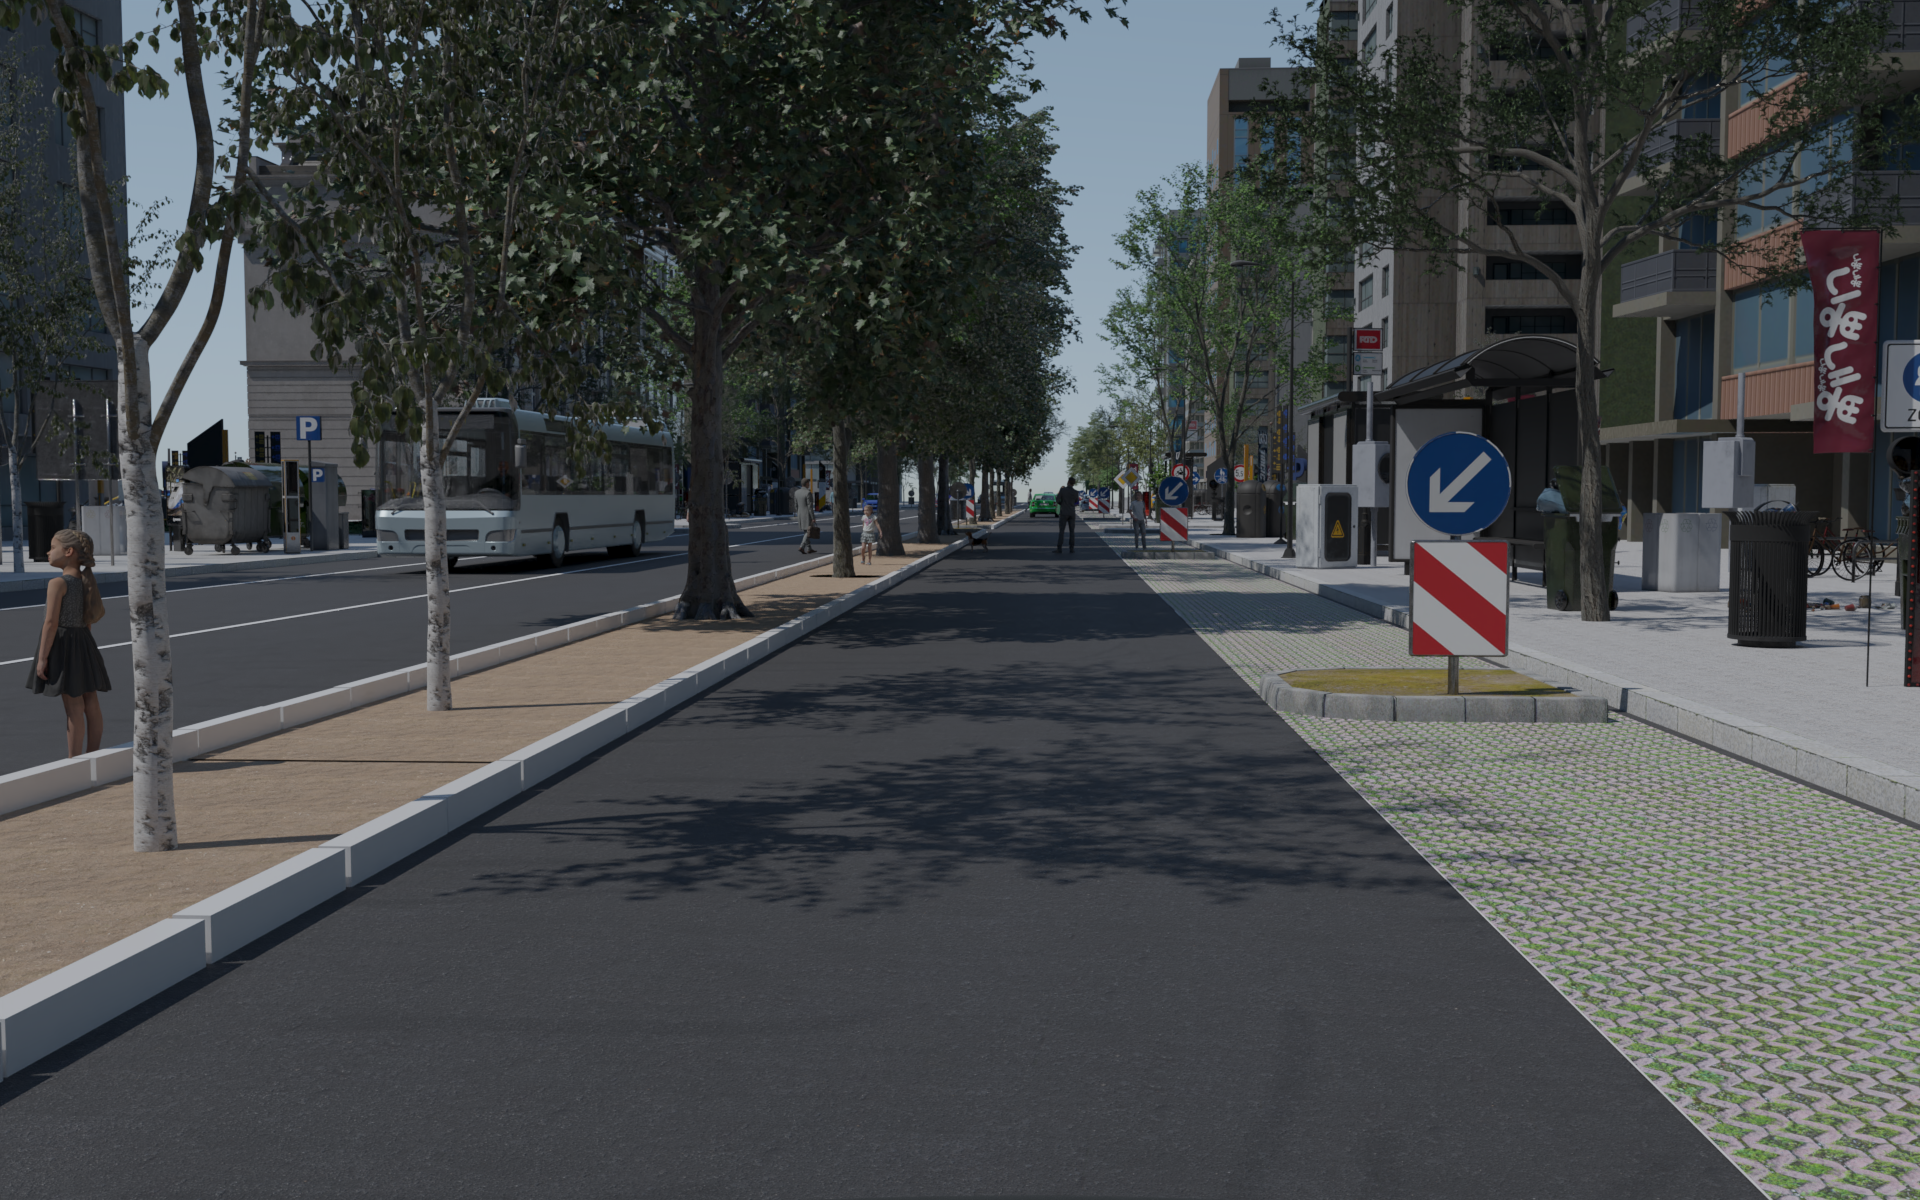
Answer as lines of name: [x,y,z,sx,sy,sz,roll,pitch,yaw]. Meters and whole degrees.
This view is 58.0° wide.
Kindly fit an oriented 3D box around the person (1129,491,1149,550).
person: [4.464,-1.946,42.905,0.523,1.515,0.503,3,5,40]

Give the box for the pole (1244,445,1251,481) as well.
pole: [11.807,-4.749,71.487,0.158,3.312,0.155,0,3,0]

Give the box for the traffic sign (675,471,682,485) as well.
traffic sign: [-10.765,-3.735,64.713,0.795,2.450,0.064,0,4,3]

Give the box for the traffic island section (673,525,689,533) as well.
traffic island section: [-10.789,-2.599,64.776,2.009,0.180,2.903,0,4,3]

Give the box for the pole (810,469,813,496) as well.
pole: [-12.077,-9.002,141.025,0.158,3.312,0.155,0,3,0]

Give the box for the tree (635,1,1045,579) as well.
tree: [-2.094,-6.188,29.391,9.928,11.665,9.643,0,3,0]

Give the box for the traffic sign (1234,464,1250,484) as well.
traffic sign: [12.037,-4.543,74.381,0.768,2.556,0.104,1,4,11]

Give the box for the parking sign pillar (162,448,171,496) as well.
parking sign pillar: [-46.449,-6.911,101.462,1.447,3.967,1.447,-2,4,-24]

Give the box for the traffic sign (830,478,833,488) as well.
traffic sign: [-10.043,-8.375,137.044,0.768,2.556,0.104,1,4,13]

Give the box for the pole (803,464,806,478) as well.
pole: [-10.577,-7.584,117.833,0.158,3.312,0.155,0,3,0]

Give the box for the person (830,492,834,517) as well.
person: [-7.837,-6.141,108.769,0.638,1.841,0.748,0,4,2]

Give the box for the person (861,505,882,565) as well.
person: [-1.780,-1.300,34.771,0.505,1.210,0.382,1,4,17]

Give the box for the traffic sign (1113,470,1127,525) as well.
traffic sign: [6.746,-4.164,71.717,0.795,2.450,0.064,0,4,3]

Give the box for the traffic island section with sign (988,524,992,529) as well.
traffic island section with sign: [0.315,-3.895,71.812,2.006,1.907,1.989,0,4,3]

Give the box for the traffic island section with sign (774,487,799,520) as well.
traffic island section with sign: [-9.096,-5.301,95.304,1.989,1.847,2.006,0,4,3]

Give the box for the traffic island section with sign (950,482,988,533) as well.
traffic island section with sign: [-0.107,-3.442,64.417,2.006,1.907,1.989,0,4,3]

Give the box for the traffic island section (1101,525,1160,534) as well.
traffic island section: [6.325,-2.541,63.820,2.009,0.180,2.903,0,4,3]

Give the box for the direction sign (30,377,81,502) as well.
direction sign: [-17.509,-2.546,33.626,0.876,3.537,0.379,-2,4,-35]

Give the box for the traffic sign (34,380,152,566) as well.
traffic sign: [-15.487,-2.268,30.955,2.265,3.308,0.079,1,4,8]

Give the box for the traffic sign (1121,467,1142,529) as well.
traffic sign: [6.302,-3.676,63.744,0.795,2.450,0.064,0,4,3]

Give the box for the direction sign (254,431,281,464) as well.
direction sign: [-25.019,-4.322,62.668,0.876,3.537,0.379,-1,4,-20]

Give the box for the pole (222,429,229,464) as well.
pole: [-23.192,-3.726,54.763,0.158,3.312,0.155,0,3,0]

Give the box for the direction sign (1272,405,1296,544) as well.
direction sign: [8.257,-3.208,44.450,0.379,3.537,0.876,0,4,-7]

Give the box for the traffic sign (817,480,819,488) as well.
traffic sign: [-10.023,-7.533,125.294,0.606,2.300,0.079,0,4,8]

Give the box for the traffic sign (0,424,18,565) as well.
traffic sign: [-17.413,-1.910,31.337,0.768,2.556,0.104,0,4,3]

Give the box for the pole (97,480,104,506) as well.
pole: [-32.019,-4.323,64.521,0.158,3.312,0.155,0,3,0]

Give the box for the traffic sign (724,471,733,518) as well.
traffic sign: [-12.504,-5.662,92.682,0.768,2.556,0.104,1,4,13]

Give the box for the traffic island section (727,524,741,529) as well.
traffic island section: [-10.344,-3.087,72.748,2.009,0.180,2.903,0,4,3]

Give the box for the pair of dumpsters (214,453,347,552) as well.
pair of dumpsters: [-15.796,-2.297,40.048,1.574,2.255,4.437,0,4,3]

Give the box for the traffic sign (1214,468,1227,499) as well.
traffic sign: [12.795,-5.164,84.534,0.768,2.556,0.104,1,4,12]

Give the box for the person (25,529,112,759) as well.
person: [-4.533,0.268,8.781,0.373,1.253,0.362,1,4,10]

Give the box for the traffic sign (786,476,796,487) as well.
traffic sign: [-12.175,-7.599,124.344,0.768,2.556,0.104,0,4,4]

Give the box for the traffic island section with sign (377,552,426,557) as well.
traffic island section with sign: [-12.175,-1.926,40.114,1.989,1.847,2.006,0,4,3]

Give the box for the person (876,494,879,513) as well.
person: [-6.056,-7.482,131.007,0.537,1.800,0.526,2,4,33]

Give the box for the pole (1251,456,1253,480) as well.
pole: [15.434,-5.990,91.775,0.158,3.312,0.155,0,3,0]

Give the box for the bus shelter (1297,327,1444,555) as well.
bus shelter: [8.992,-3.780,39.436,2.179,5.291,8.768,0,4,3]

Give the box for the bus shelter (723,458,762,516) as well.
bus shelter: [-13.370,-7.548,101.038,2.179,5.291,8.768,0,4,3]

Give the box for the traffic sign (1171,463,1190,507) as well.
traffic sign: [9.174,-4.401,72.057,0.768,2.556,0.104,1,4,10]

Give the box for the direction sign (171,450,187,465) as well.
direction sign: [-40.431,-5.989,89.911,0.876,3.537,0.379,0,4,-6]

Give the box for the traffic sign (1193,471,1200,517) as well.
traffic sign: [13.093,-5.942,97.264,0.768,2.556,0.104,1,4,12]

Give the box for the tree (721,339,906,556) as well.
tree: [-1.614,-7.984,39.657,9.857,13.997,8.962,0,3,0]

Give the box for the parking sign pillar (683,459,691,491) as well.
parking sign pillar: [-19.646,-8.451,126.641,1.447,3.967,1.447,3,4,38]

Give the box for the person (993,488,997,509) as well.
person: [1.991,-6.078,107.715,0.661,1.843,0.795,0,4,-8]

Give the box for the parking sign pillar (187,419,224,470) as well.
parking sign pillar: [-26.993,-4.508,62.171,1.447,3.967,1.447,0,4,2]

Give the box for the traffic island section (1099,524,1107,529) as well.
traffic island section: [6.770,-3.028,71.793,2.009,0.180,2.903,0,4,3]

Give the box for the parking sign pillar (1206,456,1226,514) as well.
parking sign pillar: [16.852,-7.647,113.504,1.447,3.967,1.447,1,4,22]

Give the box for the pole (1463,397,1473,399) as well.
pole: [10.688,-2.610,36.518,0.158,3.312,0.155,0,3,0]

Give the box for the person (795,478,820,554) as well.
person: [-3.650,-2.011,41.481,0.694,1.812,0.767,3,5,45]

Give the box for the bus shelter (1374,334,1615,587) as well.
bus shelter: [7.428,-1.887,24.774,2.014,3.302,5.546,0,4,3]

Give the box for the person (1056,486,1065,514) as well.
person: [4.439,-4.023,74.524,0.600,1.795,0.529,1,4,9]

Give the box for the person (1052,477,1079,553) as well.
person: [2.589,-2.089,42.462,0.655,1.846,0.447,-1,4,-14]

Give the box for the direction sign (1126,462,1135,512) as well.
direction sign: [12.860,-8.452,130.180,0.876,3.537,0.379,3,4,38]

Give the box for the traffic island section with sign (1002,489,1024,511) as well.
traffic island section with sign: [4.489,-8.483,146.835,2.006,1.907,1.989,0,4,3]

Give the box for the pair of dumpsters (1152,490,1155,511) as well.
pair of dumpsters: [14.920,-7.735,128.963,1.574,2.255,4.437,0,4,3]

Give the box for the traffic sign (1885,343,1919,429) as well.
traffic sign: [6.450,-0.578,11.587,0.606,2.300,0.079,0,4,6]

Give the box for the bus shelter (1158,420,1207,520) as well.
bus shelter: [11.633,-6.951,91.288,2.179,5.291,8.768,0,4,3]

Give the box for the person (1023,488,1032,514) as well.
person: [4.984,-7.188,125.872,0.795,1.843,0.661,0,4,7]

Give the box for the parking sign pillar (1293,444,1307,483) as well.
parking sign pillar: [18.495,-6.424,93.504,1.447,3.967,1.447,-1,4,-21]
